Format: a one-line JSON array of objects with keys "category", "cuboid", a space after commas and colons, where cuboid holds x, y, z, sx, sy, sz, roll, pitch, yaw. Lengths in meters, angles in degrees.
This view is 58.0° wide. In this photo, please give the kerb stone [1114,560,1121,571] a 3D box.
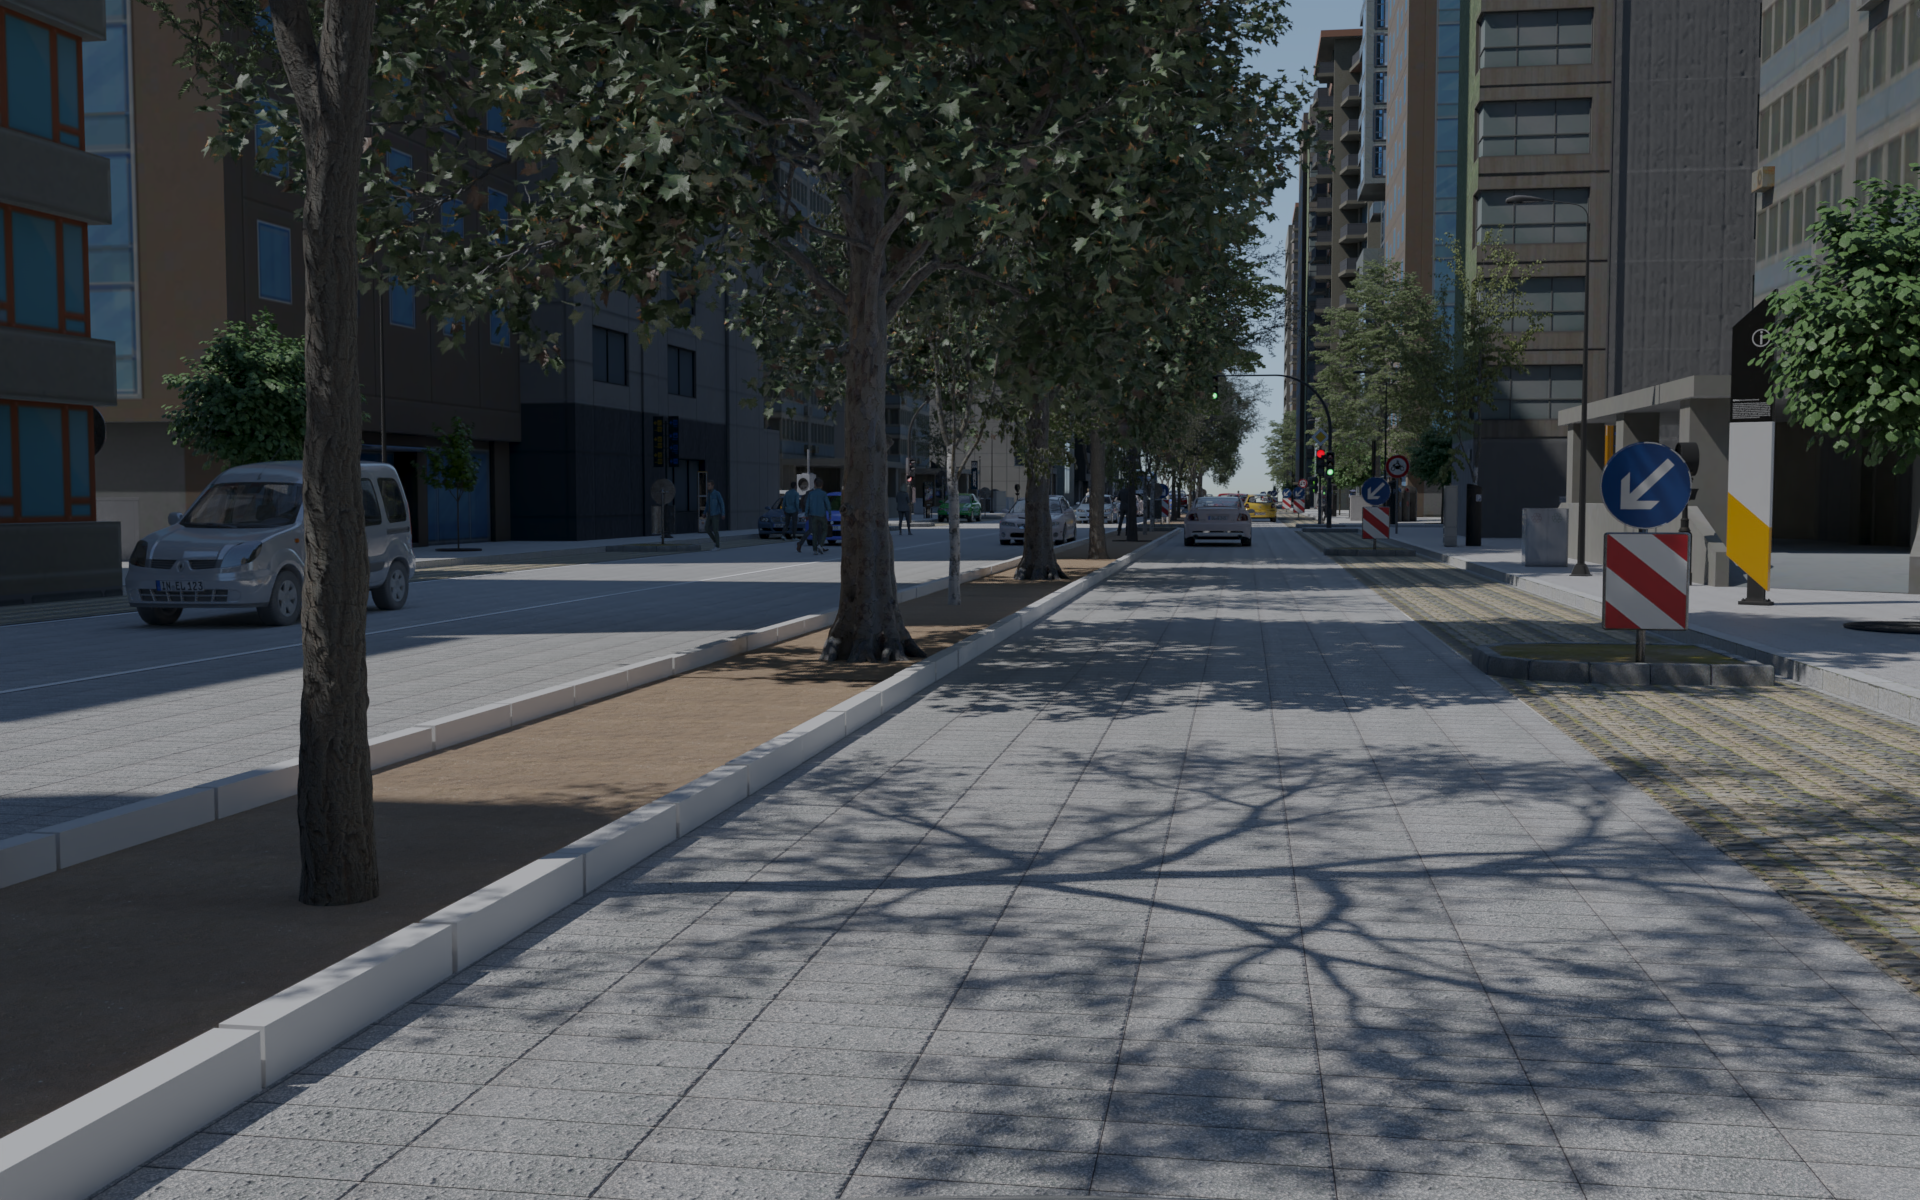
[{"category": "kerb stone", "cuboid": [2.825, -0.600, 31.998, 0.120, 0.150, 1.000, 1, 4, 9]}]

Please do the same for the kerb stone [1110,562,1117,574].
[{"category": "kerb stone", "cuboid": [2.663, -0.532, 30.989, 0.120, 0.150, 1.000, 1, 4, 9]}]

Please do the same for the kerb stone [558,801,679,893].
[{"category": "kerb stone", "cuboid": [-1.319, 0.953, 6.711, 0.120, 0.150, 1.000, 1, 4, 9]}]

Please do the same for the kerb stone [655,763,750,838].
[{"category": "kerb stone", "cuboid": [-1.147, 0.889, 7.719, 0.120, 0.150, 1.000, 1, 4, 9]}]

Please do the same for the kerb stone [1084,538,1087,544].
[{"category": "kerb stone", "cuboid": [3.396, -1.607, 48.538, 0.120, 0.150, 1.000, 1, 4, 9]}]

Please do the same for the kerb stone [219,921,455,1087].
[{"category": "kerb stone", "cuboid": [-1.654, 1.071, 4.680, 0.120, 0.150, 1.000, 1, 4, 9]}]

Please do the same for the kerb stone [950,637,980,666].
[{"category": "kerb stone", "cuboid": [0.011, 0.453, 14.800, 0.120, 0.150, 1.000, 1, 4, 9]}]

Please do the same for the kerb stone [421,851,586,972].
[{"category": "kerb stone", "cuboid": [-1.484, 1.010, 5.689, 0.120, 0.150, 1.000, 1, 4, 9]}]

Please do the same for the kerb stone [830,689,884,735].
[{"category": "kerb stone", "cuboid": [-0.652, 0.700, 10.748, 0.120, 0.150, 1.000, 1, 4, 9]}]

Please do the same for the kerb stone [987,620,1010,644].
[{"category": "kerb stone", "cuboid": [0.338, 0.332, 16.818, 0.120, 0.150, 1.000, 1, 4, 9]}]

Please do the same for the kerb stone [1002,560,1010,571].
[{"category": "kerb stone", "cuboid": [0.752, -0.619, 32.341, 0.120, 0.150, 1.000, 1, 4, 9]}]

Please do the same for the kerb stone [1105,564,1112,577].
[{"category": "kerb stone", "cuboid": [2.493, -0.475, 29.980, 0.120, 0.150, 1.000, 1, 4, 9]}]

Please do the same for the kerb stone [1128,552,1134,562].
[{"category": "kerb stone", "cuboid": [3.478, -0.848, 36.054, 0.120, 0.150, 1.000, 1, 4, 9]}]

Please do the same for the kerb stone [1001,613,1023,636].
[{"category": "kerb stone", "cuboid": [0.501, 0.267, 17.836, 0.120, 0.150, 1.000, 1, 4, 9]}]

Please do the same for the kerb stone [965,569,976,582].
[{"category": "kerb stone", "cuboid": [0.082, -0.373, 28.299, 0.120, 0.150, 1.000, 1, 4, 9]}]

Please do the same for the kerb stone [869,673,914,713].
[{"category": "kerb stone", "cuboid": [-0.484, 0.638, 11.761, 0.120, 0.150, 1.000, 1, 4, 9]}]

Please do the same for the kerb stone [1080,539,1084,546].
[{"category": "kerb stone", "cuboid": [3.228, -1.549, 47.529, 0.120, 0.150, 1.000, 1, 4, 9]}]

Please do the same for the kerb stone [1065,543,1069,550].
[{"category": "kerb stone", "cuboid": [2.567, -1.300, 43.465, 0.120, 0.150, 1.000, 1, 4, 9]}]

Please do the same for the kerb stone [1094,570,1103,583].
[{"category": "kerb stone", "cuboid": [2.161, -0.352, 27.958, 0.120, 0.150, 1.000, 1, 4, 9]}]

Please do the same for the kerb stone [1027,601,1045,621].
[{"category": "kerb stone", "cuboid": [0.833, 0.145, 19.854, 0.120, 0.150, 1.000, 1, 4, 9]}]

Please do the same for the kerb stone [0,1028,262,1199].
[{"category": "kerb stone", "cuboid": [-1.816, 1.136, 3.670, 0.120, 0.150, 1.000, 1, 4, 9]}]

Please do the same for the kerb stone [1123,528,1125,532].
[{"category": "kerb stone", "cuboid": [5.882, -2.540, 63.720, 0.120, 0.150, 1.000, 1, 4, 9]}]

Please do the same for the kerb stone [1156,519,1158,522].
[{"category": "kerb stone", "cuboid": [9.780, -3.995, 87.519, 0.120, 0.150, 1.000, 1, 4, 9]}]

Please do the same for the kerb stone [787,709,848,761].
[{"category": "kerb stone", "cuboid": [-0.819, 0.766, 9.740, 0.120, 0.150, 1.000, 1, 4, 9]}]

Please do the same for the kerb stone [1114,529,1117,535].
[{"category": "kerb stone", "cuboid": [5.221, -2.292, 59.675, 0.120, 0.150, 1.000, 1, 4, 9]}]

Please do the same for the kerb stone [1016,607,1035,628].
[{"category": "kerb stone", "cuboid": [0.670, 0.209, 18.845, 0.120, 0.150, 1.000, 1, 4, 9]}]

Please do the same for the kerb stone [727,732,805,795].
[{"category": "kerb stone", "cuboid": [-0.979, 0.824, 8.730, 0.120, 0.150, 1.000, 1, 4, 9]}]

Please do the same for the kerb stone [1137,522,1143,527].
[{"category": "kerb stone", "cuboid": [8.124, -3.377, 77.427, 0.120, 0.150, 1.000, 1, 4, 9]}]

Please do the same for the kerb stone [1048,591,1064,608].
[{"category": "kerb stone", "cuboid": [1.166, 0.019, 21.891, 0.120, 0.150, 1.000, 1, 4, 9]}]

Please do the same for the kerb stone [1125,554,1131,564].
[{"category": "kerb stone", "cuboid": [3.321, -0.784, 35.042, 0.120, 0.150, 1.000, 1, 4, 9]}]

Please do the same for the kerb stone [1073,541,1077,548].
[{"category": "kerb stone", "cuboid": [2.903, -1.425, 45.487, 0.120, 0.150, 1.000, 1, 4, 9]}]

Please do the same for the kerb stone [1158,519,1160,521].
[{"category": "kerb stone", "cuboid": [10.766, -4.365, 93.590, 0.120, 0.150, 1.000, 1, 4, 9]}]

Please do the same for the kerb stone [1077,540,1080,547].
[{"category": "kerb stone", "cuboid": [3.055, -1.487, 46.514, 0.120, 0.150, 1.000, 1, 4, 9]}]

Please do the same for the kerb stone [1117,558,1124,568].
[{"category": "kerb stone", "cuboid": [2.991, -0.660, 33.024, 0.120, 0.150, 1.000, 1, 4, 9]}]

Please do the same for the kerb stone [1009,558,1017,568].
[{"category": "kerb stone", "cuboid": [0.918, -0.678, 33.354, 0.120, 0.150, 1.000, 1, 4, 9]}]

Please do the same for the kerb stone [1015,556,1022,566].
[{"category": "kerb stone", "cuboid": [1.079, -0.741, 34.367, 0.120, 0.150, 1.000, 1, 4, 9]}]

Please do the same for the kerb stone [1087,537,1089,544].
[{"category": "kerb stone", "cuboid": [3.563, -1.673, 49.553, 0.120, 0.150, 1.000, 1, 4, 9]}]

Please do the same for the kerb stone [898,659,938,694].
[{"category": "kerb stone", "cuboid": [-0.329, 0.576, 12.777, 0.120, 0.150, 1.000, 1, 4, 9]}]

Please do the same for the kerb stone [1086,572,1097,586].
[{"category": "kerb stone", "cuboid": [1.994, -0.291, 26.948, 0.120, 0.150, 1.000, 1, 4, 9]}]

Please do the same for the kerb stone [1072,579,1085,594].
[{"category": "kerb stone", "cuboid": [1.658, -0.167, 24.929, 0.120, 0.150, 1.000, 1, 4, 9]}]

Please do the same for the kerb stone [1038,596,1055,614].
[{"category": "kerb stone", "cuboid": [1.000, 0.083, 20.877, 0.120, 0.150, 1.000, 1, 4, 9]}]

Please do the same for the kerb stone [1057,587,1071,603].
[{"category": "kerb stone", "cuboid": [1.329, -0.042, 22.901, 0.120, 0.150, 1.000, 1, 4, 9]}]

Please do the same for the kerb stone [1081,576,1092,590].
[{"category": "kerb stone", "cuboid": [1.831, -0.229, 25.939, 0.120, 0.150, 1.000, 1, 4, 9]}]

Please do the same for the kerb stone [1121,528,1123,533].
[{"category": "kerb stone", "cuboid": [5.715, -2.478, 62.706, 0.120, 0.150, 1.000, 1, 4, 9]}]

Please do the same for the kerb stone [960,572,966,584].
[{"category": "kerb stone", "cuboid": [-0.082, -0.312, 27.290, 0.120, 0.150, 1.000, 1, 4, 9]}]

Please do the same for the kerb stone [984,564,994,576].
[{"category": "kerb stone", "cuboid": [0.413, -0.497, 30.324, 0.120, 0.150, 1.000, 1, 4, 9]}]

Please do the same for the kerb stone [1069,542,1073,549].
[{"category": "kerb stone", "cuboid": [2.736, -1.363, 44.479, 0.120, 0.150, 1.000, 1, 4, 9]}]

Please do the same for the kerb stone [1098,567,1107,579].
[{"category": "kerb stone", "cuboid": [2.322, -0.414, 28.969, 0.120, 0.150, 1.000, 1, 4, 9]}]

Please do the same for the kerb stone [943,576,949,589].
[{"category": "kerb stone", "cuboid": [-0.251, -0.250, 26.282, 0.120, 0.150, 1.000, 1, 4, 9]}]

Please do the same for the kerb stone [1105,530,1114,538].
[{"category": "kerb stone", "cuboid": [5.049, -2.228, 58.664, 0.120, 0.150, 1.000, 1, 4, 9]}]

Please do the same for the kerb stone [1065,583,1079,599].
[{"category": "kerb stone", "cuboid": [1.497, -0.104, 23.909, 0.120, 0.150, 1.000, 1, 4, 9]}]

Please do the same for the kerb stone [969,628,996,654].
[{"category": "kerb stone", "cuboid": [0.175, 0.391, 15.809, 0.120, 0.150, 1.000, 1, 4, 9]}]

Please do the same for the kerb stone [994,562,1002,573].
[{"category": "kerb stone", "cuboid": [0.591, -0.557, 31.332, 0.120, 0.150, 1.000, 1, 4, 9]}]

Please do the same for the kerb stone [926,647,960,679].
[{"category": "kerb stone", "cuboid": [-0.160, 0.514, 13.787, 0.120, 0.150, 1.000, 1, 4, 9]}]

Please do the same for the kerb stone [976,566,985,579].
[{"category": "kerb stone", "cuboid": [0.249, -0.435, 29.307, 0.120, 0.150, 1.000, 1, 4, 9]}]

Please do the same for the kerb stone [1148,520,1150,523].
[{"category": "kerb stone", "cuboid": [8.622, -3.560, 80.452, 0.120, 0.150, 1.000, 1, 4, 9]}]

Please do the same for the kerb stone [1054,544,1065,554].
[{"category": "kerb stone", "cuboid": [2.400, -1.238, 42.452, 0.120, 0.150, 1.000, 1, 4, 9]}]

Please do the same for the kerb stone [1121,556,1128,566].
[{"category": "kerb stone", "cuboid": [3.150, -0.724, 34.034, 0.120, 0.150, 1.000, 1, 4, 9]}]
